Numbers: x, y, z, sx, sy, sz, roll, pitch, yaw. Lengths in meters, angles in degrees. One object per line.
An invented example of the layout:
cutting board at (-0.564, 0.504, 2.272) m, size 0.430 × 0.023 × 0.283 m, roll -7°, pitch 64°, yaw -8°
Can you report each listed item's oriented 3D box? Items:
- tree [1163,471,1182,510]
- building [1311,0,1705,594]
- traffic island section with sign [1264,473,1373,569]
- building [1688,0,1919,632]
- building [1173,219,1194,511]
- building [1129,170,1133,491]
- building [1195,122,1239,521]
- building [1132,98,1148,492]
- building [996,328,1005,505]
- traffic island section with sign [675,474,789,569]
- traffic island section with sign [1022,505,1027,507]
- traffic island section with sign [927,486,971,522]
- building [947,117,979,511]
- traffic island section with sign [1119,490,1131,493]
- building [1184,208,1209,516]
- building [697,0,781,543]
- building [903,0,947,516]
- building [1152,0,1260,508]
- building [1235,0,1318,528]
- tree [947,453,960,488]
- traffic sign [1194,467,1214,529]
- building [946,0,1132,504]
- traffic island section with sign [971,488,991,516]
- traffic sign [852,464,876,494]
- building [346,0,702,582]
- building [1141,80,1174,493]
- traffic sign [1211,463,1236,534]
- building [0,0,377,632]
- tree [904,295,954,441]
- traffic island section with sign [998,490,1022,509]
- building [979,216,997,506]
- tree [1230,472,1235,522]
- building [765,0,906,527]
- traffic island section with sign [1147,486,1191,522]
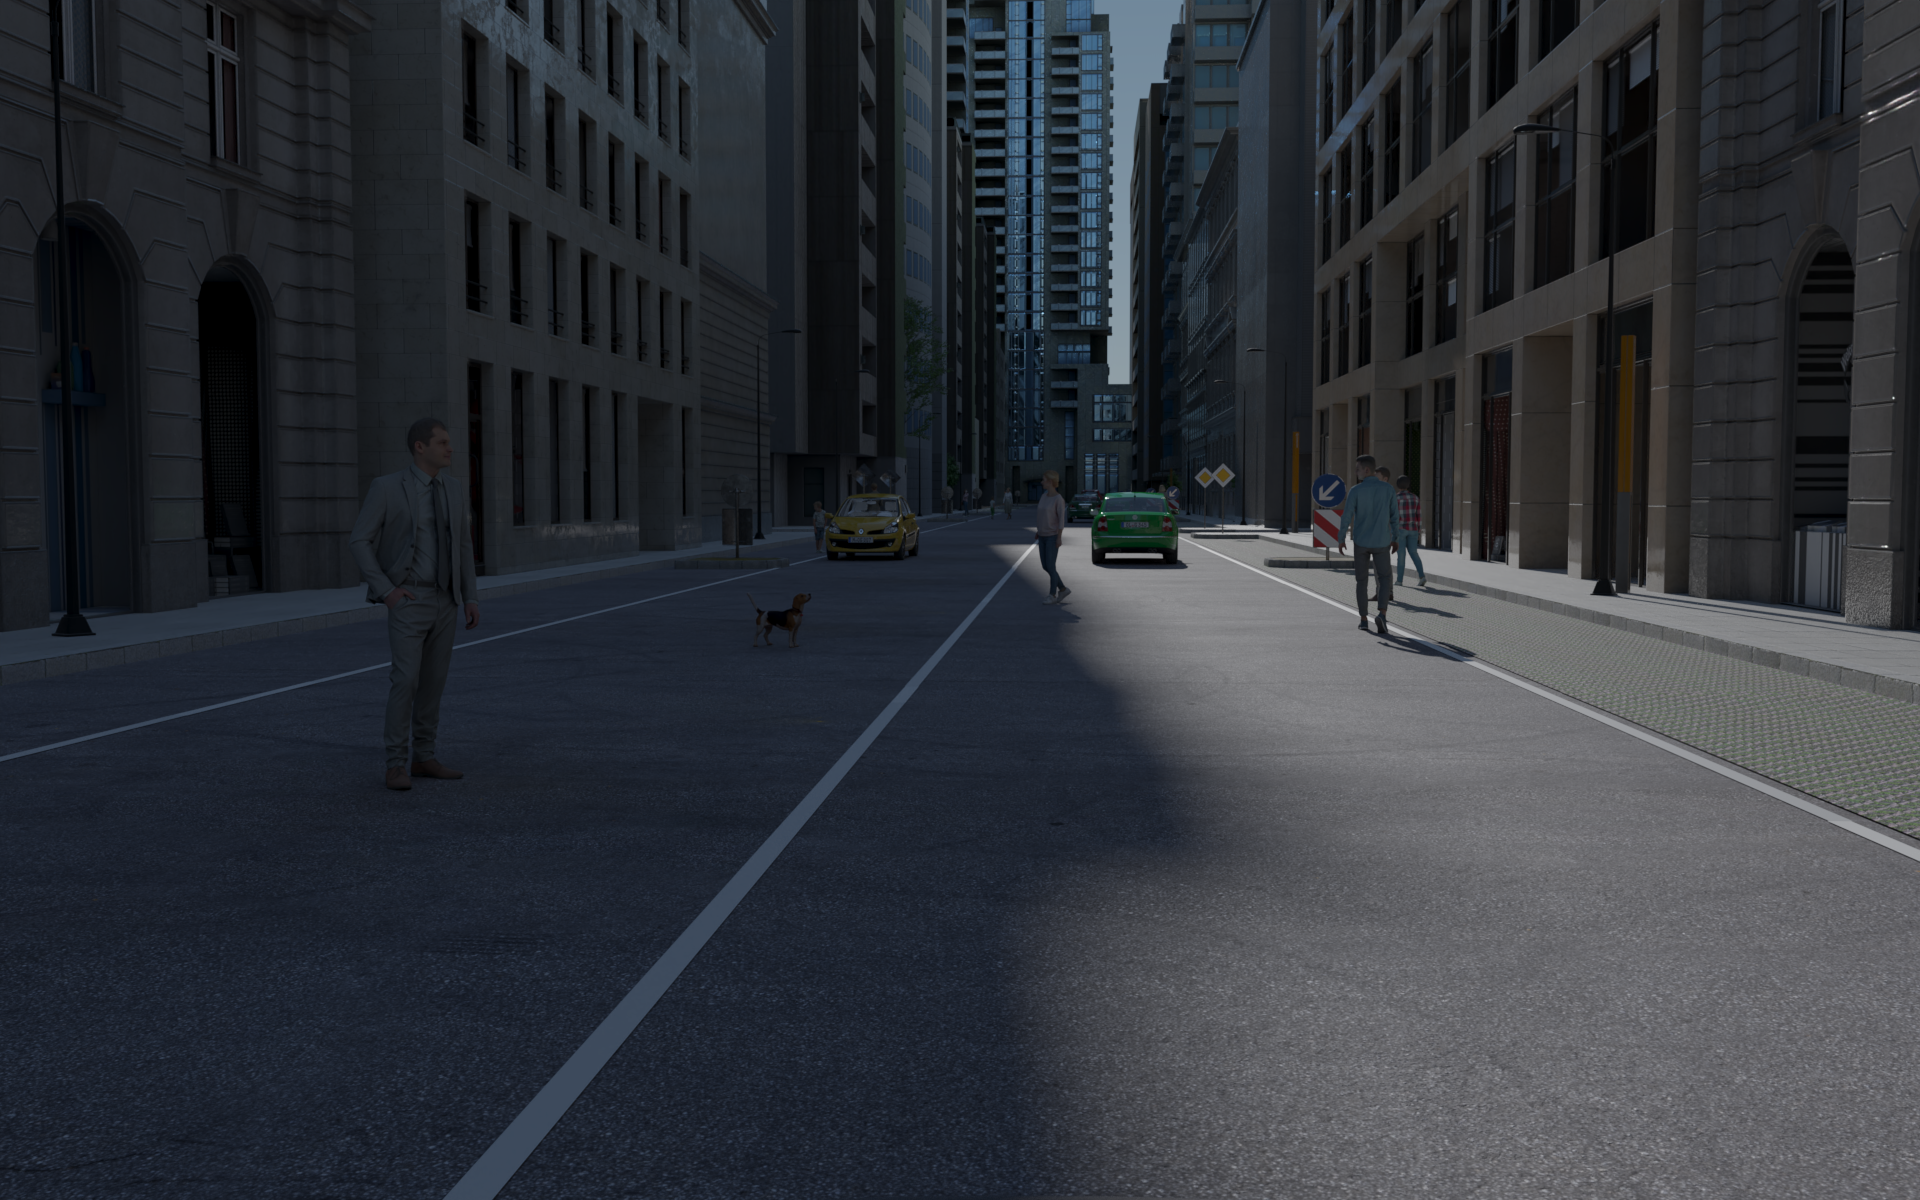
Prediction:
tree at (17.721, -9.209, 145.174) m, size 1.663 × 3.219 × 1.824 m, roll 0°, pitch 3°, yaw 0°
building at (19.811, -14.268, 37.795) m, size 19.350 × 26.468 × 34.151 m, roll 0°, pitch 4°, yaw 4°
traffic island section with sign at (7.032, -1.555, 34.057) m, size 1.989 × 1.847 × 2.006 m, roll 0°, pitch 4°, yaw 4°
building at (14.214, -10.238, 9.199) m, size 13.314 × 21.916 × 24.055 m, roll 0°, pitch 4°, yaw 4°
building at (21.869, -18.331, 128.592) m, size 11.050 × 23.489 × 19.941 m, roll 0°, pitch 4°, yaw 4°
building at (29.707, -35.406, 229.001) m, size 14.200 × 45.320 × 14.600 m, roll 0°, pitch 4°, yaw 4°
building at (18.698, -15.526, 90.004) m, size 11.583 × 22.565 × 21.152 m, roll 0°, pitch 4°, yaw 4°
building at (31.227, -35.412, 202.695) m, size 21.300 × 48.544 × 21.600 m, roll 0°, pitch 4°, yaw 4°
building at (-9.740, -21.953, 203.970) m, size 28.899 × 21.520 × 27.650 m, roll 0°, pitch 4°, yaw 4°
traffic island section with sign at (-4.412, -1.551, 33.988) m, size 1.989 × 1.847 × 2.006 m, roll 0°, pitch 4°, yaw 4°
traffic island section with sign at (6.525, -11.330, 193.868) m, size 1.989 × 1.847 × 2.006 m, roll 0°, pitch 4°, yaw 4°
traffic island section with sign at (-0.619, -4.943, 89.449) m, size 1.989 × 1.847 × 2.006 m, roll 0°, pitch 4°, yaw 4°
building at (-6.205, -22.110, 133.192) m, size 14.160 × 30.474 × 14.107 m, roll 0°, pitch 4°, yaw 4°
traffic island section with sign at (17.874, -11.248, 192.533) m, size 1.989 × 1.847 × 2.006 m, roll 0°, pitch 4°, yaw 4°
building at (19.612, -15.936, 109.709) m, size 9.793 × 20.994 × 18.267 m, roll 0°, pitch 4°, yaw 4°
building at (-23.284, -14.179, 50.917) m, size 34.723 × 24.649 × 14.460 m, roll 0°, pitch 4°, yaw 4°
building at (-12.330, -34.347, 103.581) m, size 21.231 × 58.520 × 28.212 m, roll 0°, pitch 4°, yaw 4°
building at (30.467, -33.186, 162.192) m, size 23.786 × 49.044 × 30.456 m, roll 0°, pitch 4°, yaw 4°
building at (26.708, -15.281, 68.904) m, size 30.058 × 24.678 × 14.314 m, roll 0°, pitch 4°, yaw 4°
tree at (-1.507, -8.524, 123.088) m, size 4.285 × 4.588 × 4.351 m, roll 0°, pitch 3°, yaw 0°
traffic sign at (9.057, -3.694, 64.047) m, size 0.795 × 2.450 × 0.064 m, roll 0°, pitch 4°, yaw 4°
building at (7.370, -56.250, 232.352) m, size 31.000 × 86.520 × 22.319 m, roll 0°, pitch 4°, yaw 4°
traffic island section with sign at (1.219, -6.594, 116.442) m, size 1.989 × 1.847 × 2.006 m, roll 0°, pitch 4°, yaw 4°
traffic sign at (-3.154, -3.257, 56.896) m, size 0.795 × 2.450 × 0.064 m, roll 0°, pitch 4°, yaw 4°
building at (-11.992, -10.918, 33.266) m, size 10.420 × 20.320 × 16.860 m, roll 0°, pitch 4°, yaw 4°
building at (26.930, -32.726, 185.178) m, size 14.600 × 45.320 × 14.200 m, roll 0°, pitch 4°, yaw 4°
traffic sign at (8.512, -3.207, 56.080) m, size 0.795 × 2.450 × 0.064 m, roll 0°, pitch 4°, yaw 4°
building at (-14.968, -10.428, 12.302) m, size 13.314 × 21.916 × 24.055 m, roll 0°, pitch 4°, yaw 4°
tree at (-3.908, -9.691, 84.197) m, size 9.928 × 11.665 × 9.643 m, roll 0°, pitch 3°, yaw 0°
traffic island section with sign at (4.683, -9.685, 166.976) m, size 1.989 × 1.847 × 2.006 m, roll 0°, pitch 4°, yaw 4°
building at (-3.548, -24.932, 179.336) m, size 14.160 × 30.474 × 14.107 m, roll 0°, pitch 4°, yaw 4°
tree at (12.920, -5.176, 79.234) m, size 1.663 × 3.219 × 1.824 m, roll 0°, pitch 3°, yaw 0°
building at (-9.915, -18.371, 72.061) m, size 14.160 × 30.474 × 14.107 m, roll 0°, pitch 4°, yaw 4°
traffic island section with sign at (10.759, -4.895, 88.664) m, size 1.989 × 1.847 × 2.006 m, roll 0°, pitch 4°, yaw 4°
